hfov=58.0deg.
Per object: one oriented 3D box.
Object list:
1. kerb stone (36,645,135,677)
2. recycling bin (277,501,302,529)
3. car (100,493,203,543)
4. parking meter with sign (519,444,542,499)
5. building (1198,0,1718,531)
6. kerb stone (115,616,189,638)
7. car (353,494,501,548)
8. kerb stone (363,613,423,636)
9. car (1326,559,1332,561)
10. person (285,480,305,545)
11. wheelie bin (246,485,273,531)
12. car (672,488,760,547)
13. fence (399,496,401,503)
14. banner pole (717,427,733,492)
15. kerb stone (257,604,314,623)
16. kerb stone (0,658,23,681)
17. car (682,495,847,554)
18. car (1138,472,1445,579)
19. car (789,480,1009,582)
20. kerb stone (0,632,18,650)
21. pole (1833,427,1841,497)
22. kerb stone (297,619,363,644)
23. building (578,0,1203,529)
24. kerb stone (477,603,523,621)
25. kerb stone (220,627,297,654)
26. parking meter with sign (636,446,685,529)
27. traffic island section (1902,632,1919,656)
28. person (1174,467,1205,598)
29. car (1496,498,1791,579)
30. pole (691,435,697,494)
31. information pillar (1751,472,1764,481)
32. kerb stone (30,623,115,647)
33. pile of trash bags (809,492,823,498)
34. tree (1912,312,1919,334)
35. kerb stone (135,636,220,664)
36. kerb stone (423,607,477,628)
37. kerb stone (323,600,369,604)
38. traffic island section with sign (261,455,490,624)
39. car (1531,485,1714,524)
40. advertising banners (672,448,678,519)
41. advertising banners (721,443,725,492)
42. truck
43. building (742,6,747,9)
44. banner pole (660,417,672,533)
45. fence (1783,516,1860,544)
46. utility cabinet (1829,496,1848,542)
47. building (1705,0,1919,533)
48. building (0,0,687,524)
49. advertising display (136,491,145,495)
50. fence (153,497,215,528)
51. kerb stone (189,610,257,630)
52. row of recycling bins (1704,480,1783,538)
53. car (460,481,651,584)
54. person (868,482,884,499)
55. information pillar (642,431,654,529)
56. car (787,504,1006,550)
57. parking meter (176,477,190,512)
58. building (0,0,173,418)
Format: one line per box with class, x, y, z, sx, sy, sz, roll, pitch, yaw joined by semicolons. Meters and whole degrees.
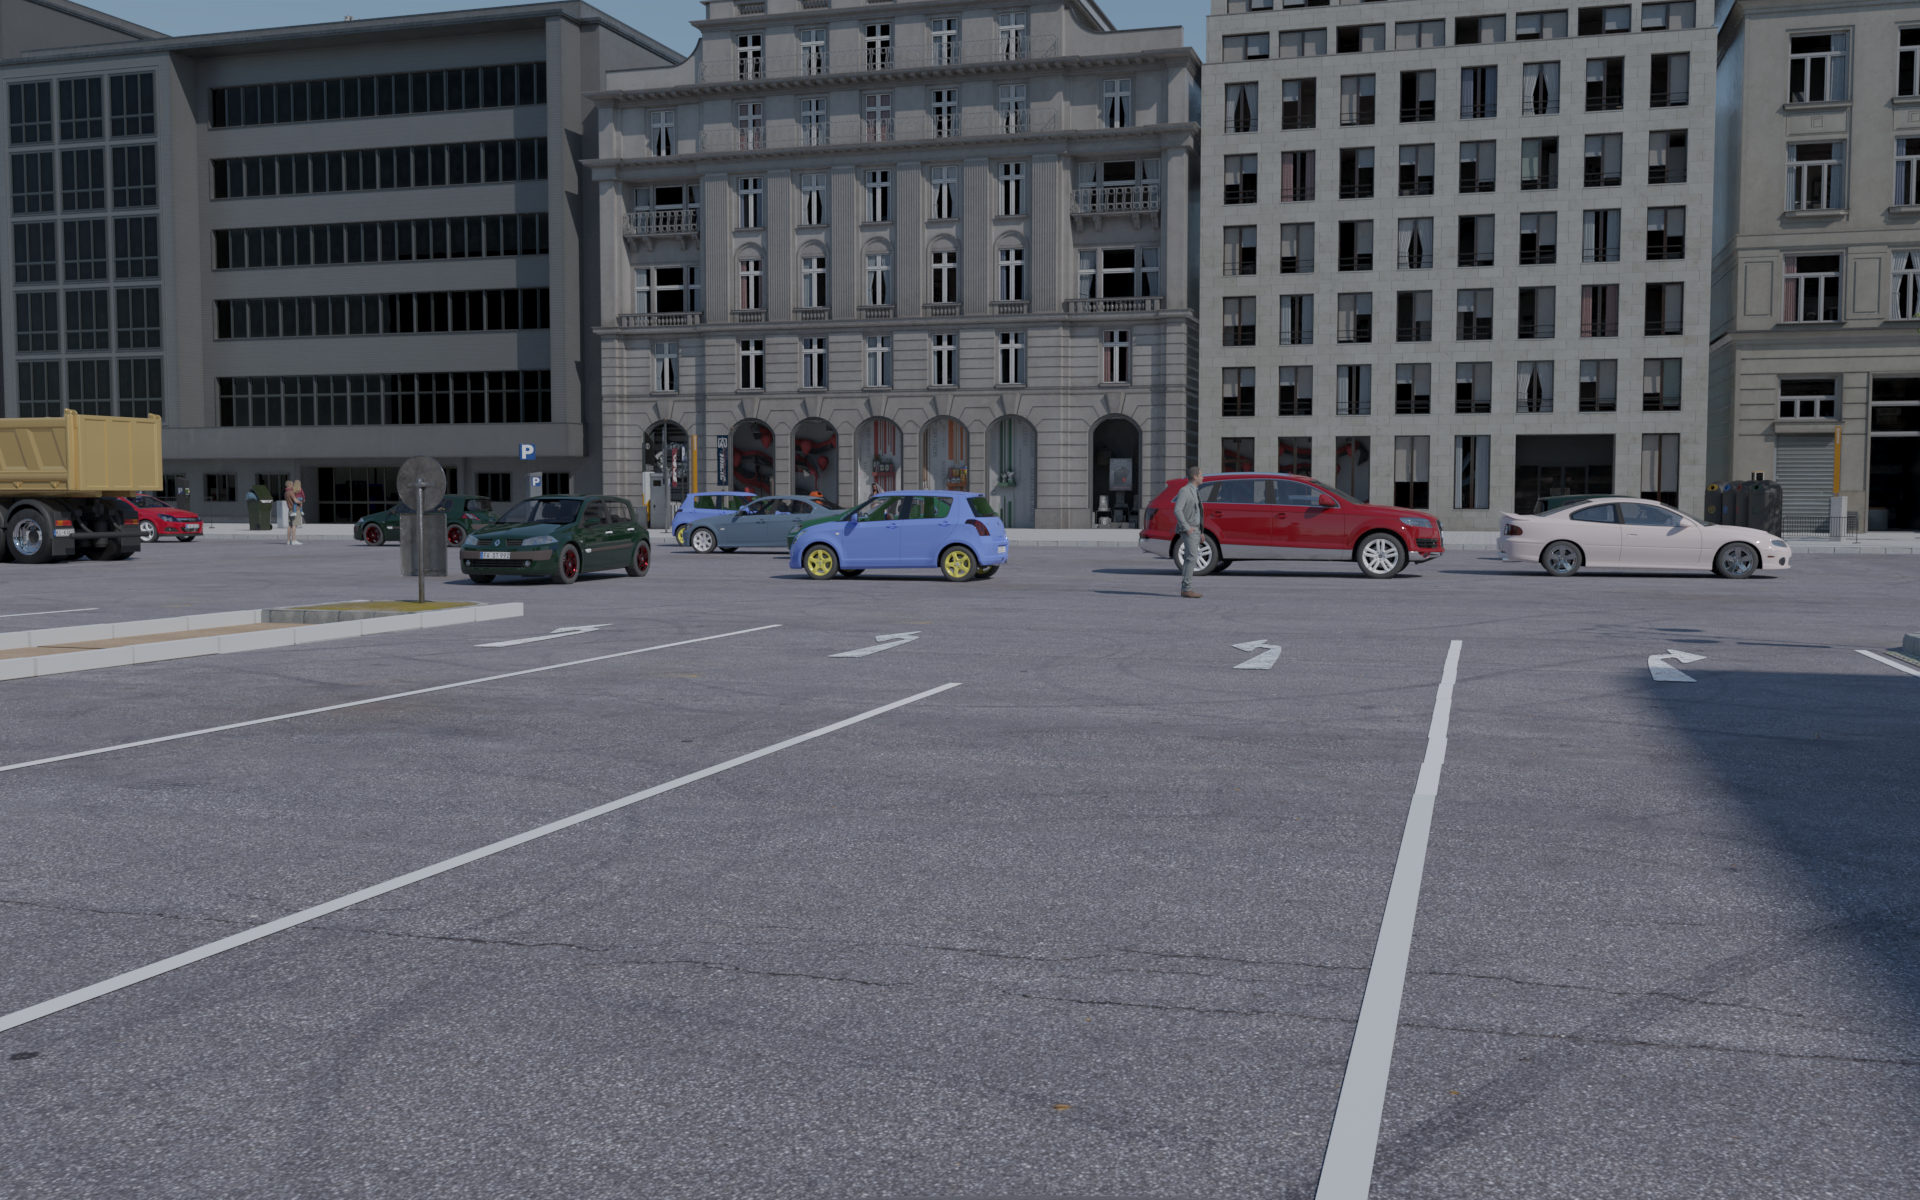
kerb stone;-7.146;0.500;14.075;0.120;0.150;1.000;1;4;17
recycling bin;-25.070;-3.193;64.754;0.722;1.027;0.722;-3;4;-38
car;-24.831;-2.618;51.837;4.494;1.783;2.155;1;4;16
parking meter with sign;-14.674;-3.871;59.548;0.543;3.016;1.738;-2;4;-27
building;18.081;-12.800;64.033;16.860;20.320;10.420;1;4;17
kerb stone;-8.272;0.286;17.612;0.120;0.150;1.000;1;4;17
car;-14.576;-2.310;47.556;4.222;1.686;2.009;1;4;18
kerb stone;-5.957;0.256;18.015;0.120;0.150;1.000;1;4;17
car;6.949;-1.584;37.900;4.499;1.417;2.014;1;4;15
person;-18.887;-2.487;49.132;0.580;1.828;0.573;0;4;-3
wheelie bin;-24.643;-3.238;60.849;0.693;1.594;0.980;1;4;21
car;-5.991;-2.309;47.345;3.694;1.707;1.945;1;4;16
fence;-19.825;-3.179;63.172;2.264;1.192;0.480;3;4;38
banner pole;-8.672;-4.547;64.356;0.863;3.779;0.401;1;4;21
kerb stone;-7.671;0.164;19.583;0.120;0.150;1.000;1;4;17
kerb stone;-7.452;0.557;13.095;0.120;0.150;1.000;1;4;17
car;-4.493;-1.824;41.829;4.499;1.417;2.014;1;4;15
car;5.822;-1.340;30.582;5.304;1.827;2.281;1;4;18
car;-1.047;-1.200;29.205;3.694;1.707;1.945;1;4;16
kerb stone;-8.868;0.401;15.638;0.120;0.150;1.000;1;4;17
pole;26.526;-3.583;52.429;0.158;3.312;0.155;0;3;0
kerb stone;-6.253;0.316;17.022;0.120;0.150;1.000;1;4;17
building;-1.393;-13.973;70.251;24.055;21.916;13.314;1;4;17
kerb stone;-5.356;0.136;19.978;0.120;0.150;1.000;1;4;17
kerb stone;-6.549;0.377;16.040;0.120;0.150;1.000;1;4;17
parking meter with sign;-10.929;-4.088;63.100;1.738;3.016;0.543;0;4;2
traffic island section;9.328;0.462;14.730;2.009;0.180;2.903;1;4;17
person;3.208;-0.949;24.108;0.391;1.810;0.635;1;4;17
car;11.934;-1.102;30.380;4.827;1.381;2.083;1;4;16
pole;-9.198;-4.042;59.928;0.158;3.312;0.155;0;3;0
information pillar;25.983;-3.179;56.469;0.304;2.012;0.304;0;4;1
kerb stone;-8.566;0.340;16.629;0.120;0.150;1.000;1;4;17
pile of trash bags;-5.948;-3.261;63.075;1.912;1.369;3.447;2;4;24
tree;27.542;-5.863;46.220;4.737;8.622;4.395;0;3;0
kerb stone;-6.855;0.436;15.059;0.120;0.150;1.000;1;4;17
kerb stone;-5.656;0.196;18.996;0.120;0.150;1.000;1;4;17
kerb stone;-7.376;0.105;20.567;0.120;0.150;1.000;1;4;17
traffic island section with sign;-6.497;-0.712;19.771;2.006;1.907;1.989;1;4;17
car;14.099;-1.657;36.871;4.222;1.686;2.009;1;4;17
advertising banners;-11.011;-4.208;64.990;0.090;3.025;2.074;1;4;16
advertising banners;-8.231;-3.911;60.136;0.090;3.025;2.074;-1;4;-10
truck;-22.068;-2.540;37.450;9.791;3.379;3.469;1;4;17
building;-7.912;-29.090;125.739;14.600;45.320;14.200;1;4;17
banner pole;-9.701;-4.090;56.884;0.401;3.779;0.863;-1;4;-18
fence;22.731;-1.861;45.802;0.278;0.683;2.069;-3;4;-36
utility cabinet;23.896;-2.200;47.132;0.306;1.237;1.020;2;4;34
building;41.421;-13.860;59.890;30.059;22.955;16.112;1;4;17
building;-27.029;-15.889;78.848;30.058;24.678;14.314;1;4;17
advertising display;-32.753;-3.913;69.193;0.123;1.923;0.974;-3;5;-42
fence;-29.050;-3.265;64.592;2.264;1.192;0.480;-1;4;-18
kerb stone;-7.971;0.220;18.593;0.120;0.150;1.000;1;4;17
row of recycling bins;23.278;-2.714;51.485;1.069;1.692;3.534;0;4;-3
car;-6.660;-1.166;28.845;2.009;1.686;4.222;1;4;16
person;-2.177;-2.224;45.531;0.551;1.740;0.621;0;4;7
information pillar;-11.833;-4.557;65.855;0.504;3.616;0.183;-2;4;-35
car;-1.444;-1.603;38.012;4.920;1.459;2.131;1;4;17
parking meter;-27.120;-3.351;60.495;0.399;1.863;0.255;1;4;16
building;-52.790;-17.948;86.949;24.014;27.812;14.314;1;4;17
